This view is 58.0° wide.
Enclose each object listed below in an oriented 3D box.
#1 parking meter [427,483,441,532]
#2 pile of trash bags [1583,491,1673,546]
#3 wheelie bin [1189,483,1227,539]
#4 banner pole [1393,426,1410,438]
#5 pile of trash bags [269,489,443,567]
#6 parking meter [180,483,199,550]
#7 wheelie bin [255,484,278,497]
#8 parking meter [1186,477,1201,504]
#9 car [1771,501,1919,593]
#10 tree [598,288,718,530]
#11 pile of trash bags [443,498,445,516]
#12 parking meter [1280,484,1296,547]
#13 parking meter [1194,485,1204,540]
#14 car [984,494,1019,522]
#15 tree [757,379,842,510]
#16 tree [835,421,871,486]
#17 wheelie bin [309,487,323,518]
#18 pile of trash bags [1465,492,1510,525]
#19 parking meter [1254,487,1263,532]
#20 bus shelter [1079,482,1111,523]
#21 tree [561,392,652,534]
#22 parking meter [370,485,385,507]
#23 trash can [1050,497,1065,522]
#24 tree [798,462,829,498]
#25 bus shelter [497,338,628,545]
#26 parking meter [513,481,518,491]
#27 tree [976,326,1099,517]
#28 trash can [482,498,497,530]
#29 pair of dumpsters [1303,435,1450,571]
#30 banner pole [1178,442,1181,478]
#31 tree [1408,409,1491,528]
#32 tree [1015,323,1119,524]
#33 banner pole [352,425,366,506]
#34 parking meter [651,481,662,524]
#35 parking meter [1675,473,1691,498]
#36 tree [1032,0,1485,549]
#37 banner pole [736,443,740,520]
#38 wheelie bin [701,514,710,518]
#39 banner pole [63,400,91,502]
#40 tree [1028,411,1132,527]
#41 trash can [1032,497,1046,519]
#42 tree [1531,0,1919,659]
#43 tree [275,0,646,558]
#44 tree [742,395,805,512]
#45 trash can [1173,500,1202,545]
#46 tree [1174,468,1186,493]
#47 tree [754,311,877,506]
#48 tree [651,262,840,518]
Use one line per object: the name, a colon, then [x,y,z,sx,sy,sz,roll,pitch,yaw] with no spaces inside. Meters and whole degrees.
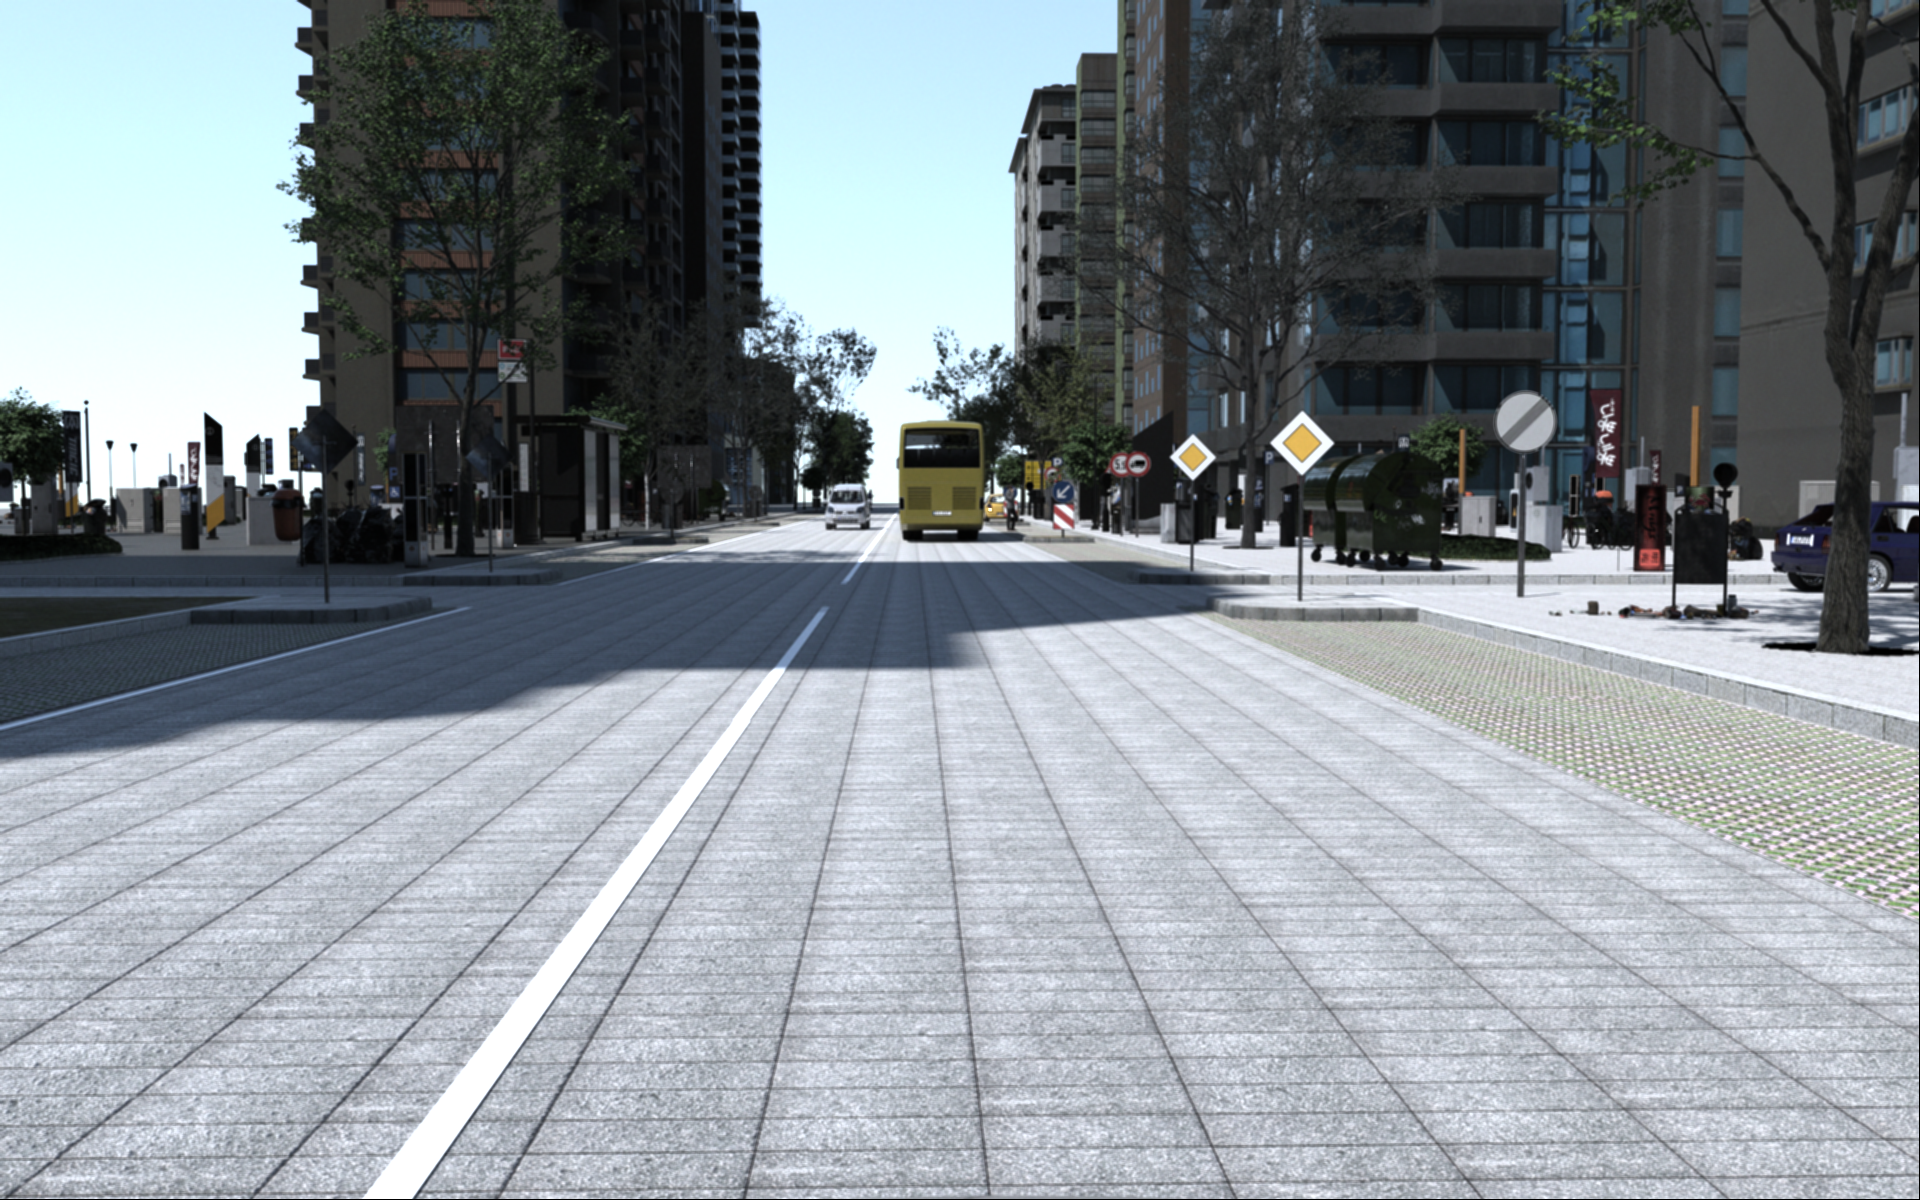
parking meter: [-18.014,-3.264,59.082,0.255,1.863,0.399,0,4,8]
pile of trash bags: [16.864,-2.106,44.190,1.912,1.369,3.447,0,4,1]
wheelie bin: [7.047,-2.557,49.711,0.693,1.594,0.980,3,4,38]
banner pole: [16.155,-4.506,63.686,0.863,3.779,0.401,3,5,42]
pile of trash bags: [-11.474,-1.366,32.086,1.912,1.369,3.447,1,4,17]
parking meter: [-17.791,-1.932,39.997,0.372,1.533,0.369,0,3,0]
wheelie bin: [-21.413,-2.801,53.708,0.980,1.594,0.693,2,4,33]
parking meter: [7.331,-2.954,54.015,0.255,1.863,0.399,-1,4,-12]
car: [13.963,-0.762,25.034,3.894,1.354,1.945,0,4,-3]
tree: [-11.134,-6.844,62.254,4.360,8.622,3.978,0,3,0]
pile of trash bags: [-28.953,-5.243,95.471,1.912,1.369,3.447,-1,4,-11]
parking meter: [8.003,-2.071,42.265,0.372,1.533,0.369,0,3,0]
parking meter: [6.597,-2.431,48.154,0.372,1.533,0.369,0,3,0]
car: [2.051,-4.796,88.639,2.015,1.641,3.980,0,4,-2]
tree: [-13.045,-12.586,140.188,7.601,10.594,8.767,0,4,8]
tree: [-17.337,-21.006,261.579,7.486,12.596,7.792,0,3,0]
wheelie bin: [-30.419,-4.534,82.032,0.693,1.594,0.980,-3,5,-44]
pile of trash bags: [21.336,-3.750,71.070,1.912,1.369,3.447,2,4,34]
parking meter: [9.962,-3.033,57.995,0.372,1.533,0.369,0,3,0]
bus shelter: [6.319,-5.446,80.330,1.731,3.624,6.357,0,4,-2]
tree: [-11.478,-4.429,56.125,4.285,4.588,4.351,0,3,0]
parking meter: [-15.951,-2.387,47.437,0.372,1.533,0.369,0,3,0]
trash can: [4.329,-3.954,76.293,0.748,1.137,0.748,0,3,0]
tree: [-14.469,-11.509,171.880,4.285,4.588,4.351,0,3,0]
bus shelter: [-10.898,-4.267,47.396,2.179,5.291,8.768,0,4,-2]
parking meter: [-20.055,-4.416,77.917,0.399,1.863,0.255,-2,4,-32]
tree: [4.392,-9.958,97.233,8.767,10.594,7.601,3,4,36]
trash can: [-17.042,-3.122,62.702,0.748,1.137,0.748,0,3,0]
pair of dumpsters: [7.325,-1.726,30.710,1.574,2.255,4.437,0,4,-1]
banner pole: [10.422,-5.640,82.223,0.401,3.779,0.863,0,4,-3]
tree: [18.693,-5.077,66.716,4.285,4.588,4.351,0,3,0]
tree: [4.747,-7.549,73.787,4.737,8.622,4.395,0,3,0]
banner pole: [-21.651,-4.425,62.363,0.863,3.779,0.401,3,4,36]
parking meter: [-13.222,-4.266,75.462,0.399,1.863,0.255,1,4,11]
parking meter: [19.976,-2.578,47.865,0.255,1.863,0.399,-2,4,-29]
tree: [6.921,-7.945,40.270,12.009,13.543,11.850,0,3,0]
banner pole: [-10.869,-5.818,85.133,0.401,3.779,0.863,0,4,3]
wheelie bin: [-13.545,-5.120,91.628,0.693,1.594,0.980,2,4,32]
banner pole: [-23.368,-3.422,45.972,0.401,3.779,0.863,3,4,37]
tree: [5.474,-5.177,68.356,4.285,4.588,4.351,0,3,0]
trash can: [4.019,-4.664,87.906,0.748,1.137,0.748,0,3,0]
tree: [7.149,-5.370,13.561,9.928,11.665,9.643,0,3,0]
tree: [-9.984,-6.689,35.116,9.928,11.665,9.643,0,3,0]
tree: [-13.242,-10.434,120.960,4.737,8.622,4.395,0,3,0]
trash can: [5.802,-1.992,44.218,0.748,1.137,0.748,0,3,0]
tree: [10.890,-5.736,88.380,1.663,3.219,1.824,0,3,0]
tree: [-15.223,-19.837,180.229,12.611,20.169,13.585,0,3,0]
tree: [-11.694,-11.160,92.829,12.009,13.543,11.850,0,3,0]
